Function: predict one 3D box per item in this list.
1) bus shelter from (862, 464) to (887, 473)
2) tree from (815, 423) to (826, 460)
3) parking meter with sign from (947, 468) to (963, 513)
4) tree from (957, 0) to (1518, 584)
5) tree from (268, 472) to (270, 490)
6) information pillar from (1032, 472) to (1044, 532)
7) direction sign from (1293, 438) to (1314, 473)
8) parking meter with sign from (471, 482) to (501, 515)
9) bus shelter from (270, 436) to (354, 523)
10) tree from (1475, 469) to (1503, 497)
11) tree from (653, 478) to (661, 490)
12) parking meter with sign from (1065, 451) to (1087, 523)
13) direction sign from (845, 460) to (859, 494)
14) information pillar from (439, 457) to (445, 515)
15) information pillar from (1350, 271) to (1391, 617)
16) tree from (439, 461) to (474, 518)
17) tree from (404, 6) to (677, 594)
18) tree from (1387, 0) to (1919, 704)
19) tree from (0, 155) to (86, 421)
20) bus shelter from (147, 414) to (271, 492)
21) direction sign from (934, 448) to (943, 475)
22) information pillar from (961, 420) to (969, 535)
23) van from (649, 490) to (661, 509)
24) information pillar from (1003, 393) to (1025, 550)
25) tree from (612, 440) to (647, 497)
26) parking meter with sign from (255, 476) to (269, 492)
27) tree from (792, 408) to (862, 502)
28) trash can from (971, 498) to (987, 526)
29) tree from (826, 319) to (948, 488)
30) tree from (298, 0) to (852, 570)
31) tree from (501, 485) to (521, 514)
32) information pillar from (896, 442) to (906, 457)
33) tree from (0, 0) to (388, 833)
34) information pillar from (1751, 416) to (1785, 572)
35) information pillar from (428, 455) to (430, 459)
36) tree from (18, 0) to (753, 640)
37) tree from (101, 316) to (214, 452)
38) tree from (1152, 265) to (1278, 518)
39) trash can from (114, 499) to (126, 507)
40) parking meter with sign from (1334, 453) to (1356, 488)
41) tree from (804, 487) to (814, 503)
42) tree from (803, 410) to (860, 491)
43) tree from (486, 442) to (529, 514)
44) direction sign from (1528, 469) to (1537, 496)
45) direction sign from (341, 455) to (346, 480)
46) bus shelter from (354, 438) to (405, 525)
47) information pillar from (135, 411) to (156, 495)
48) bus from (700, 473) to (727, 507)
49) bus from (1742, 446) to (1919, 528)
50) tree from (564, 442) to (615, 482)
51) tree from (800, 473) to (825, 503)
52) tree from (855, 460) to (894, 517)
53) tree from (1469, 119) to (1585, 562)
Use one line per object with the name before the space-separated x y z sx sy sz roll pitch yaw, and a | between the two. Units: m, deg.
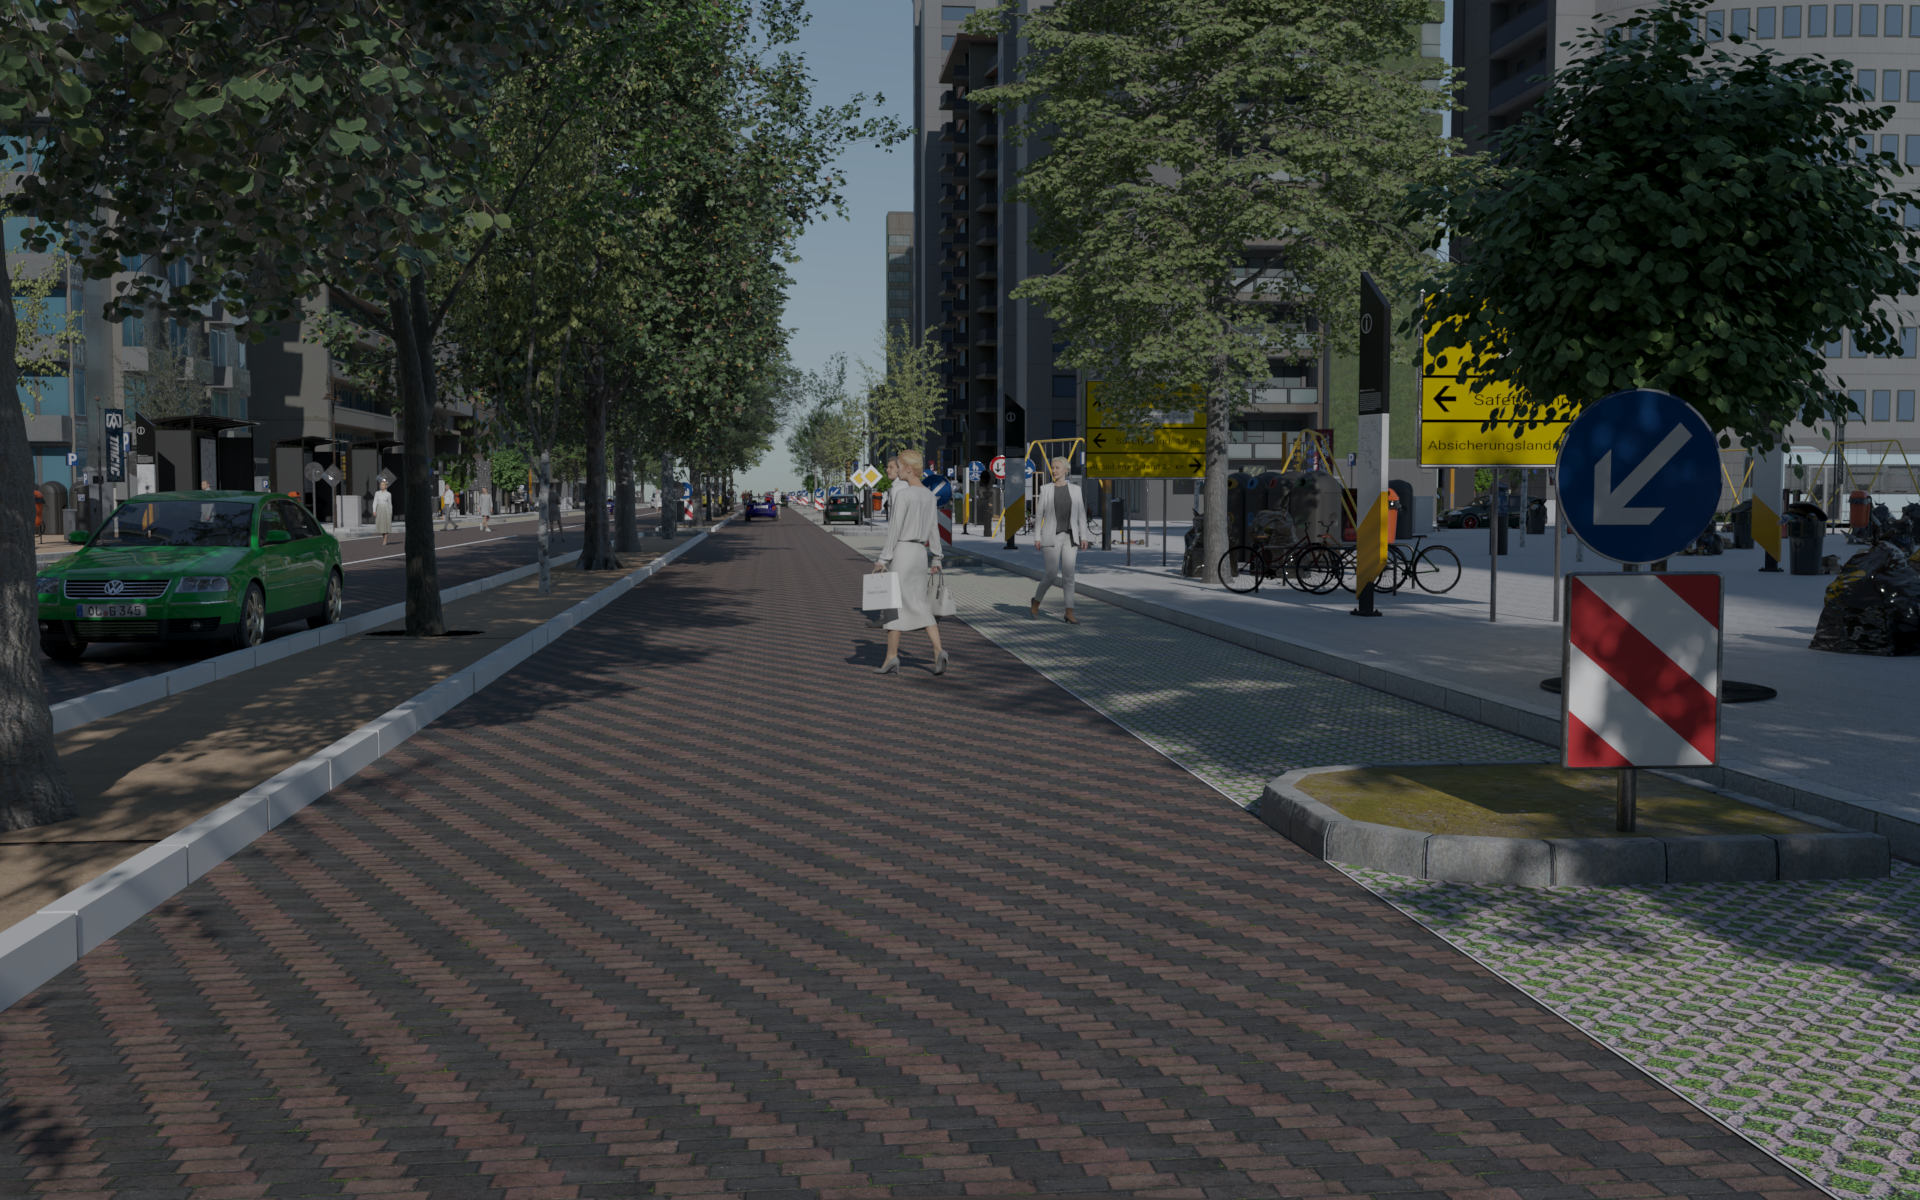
bus shelter | -6.694 -8.913 137.012 1.731 3.624 6.357 0 4 -6
tree | -7.965 -10.550 122.860 4.737 8.622 4.395 0 3 0
parking meter with sign | -0.138 -7.404 117.309 0.543 3.016 1.738 2 4 35
tree | 3.815 -6.483 24.117 7.486 12.596 7.792 0 3 0
tree | -31.817 -5.344 81.970 1.663 3.219 1.824 0 3 0
information pillar | 2.606 -3.274 58.017 0.304 2.012 0.304 -2 4 -30
direction sign | 13.859 -4.766 69.925 0.876 3.537 0.379 2 4 32
parking meter with sign | -28.940 -6.689 105.632 1.738 3.016 0.543 0 3 0
bus shelter | -27.257 -4.983 72.762 1.731 3.624 6.357 0 4 -6
tree | 24.833 -5.400 82.890 1.663 3.219 1.824 0 3 0
tree | -45.804 -17.318 266.860 4.285 4.588 4.351 0 3 0
parking meter with sign | 4.546 -4.521 70.178 1.738 3.016 0.543 -3 5 -44
direction sign | -7.150 -7.502 114.649 0.876 3.537 0.379 0 4 0
information pillar | -31.273 -6.919 104.484 0.504 3.616 0.183 3 5 41
information pillar | 4.305 -1.634 18.070 0.183 3.616 0.504 -1 4 -18
tree | -26.482 -5.926 91.486 1.663 3.219 1.824 0 3 0
tree | -6.011 -4.399 24.744 4.737 8.622 4.395 0 3 0
tree | 4.579 -1.674 11.079 4.285 4.588 4.351 0 3 0
tree | -20.941 -5.277 36.650 4.737 8.622 4.395 0 3 0
bus shelter | -23.291 -3.820 53.736 1.731 3.624 6.357 0 4 -6
direction sign | -0.996 -5.773 86.384 0.379 3.537 0.876 1 4 17
information pillar | 0.183 -3.876 54.725 0.183 3.616 0.504 -1 4 -13
van | -30.102 -10.176 173.392 2.013 2.044 4.112 -1 4 -8
information pillar | 1.258 -2.979 40.053 0.504 3.616 0.183 0 4 6
tree | -39.044 -15.987 195.804 8.767 10.594 7.601 0 4 6
parking meter with sign | -30.164 -4.789 74.561 1.738 3.016 0.543 1 4 22
tree | -14.448 -15.426 186.626 8.767 10.594 7.601 -2 4 -34
trash can | 0.793 -3.620 70.837 0.748 1.137 0.748 0 3 0
tree | -2.305 -7.433 71.891 4.737 8.622 4.395 0 3 0
tree | -6.850 -6.903 32.328 9.611 12.733 9.660 0 3 0
tree | -29.487 -7.295 113.873 1.663 3.219 1.824 0 3 0
information pillar | -2.621 -5.289 77.824 0.504 3.616 0.183 2 4 26
tree | -4.202 -5.987 6.997 9.857 13.997 8.962 0 3 0
information pillar | 13.327 -2.273 28.518 0.183 3.616 0.504 -3 4 -38
information pillar | -29.814 -6.473 97.193 0.183 3.616 0.504 -2 4 -26
tree | -5.527 -5.445 17.242 9.928 11.665 9.643 0 3 0
tree | -31.995 -7.309 69.866 4.360 8.622 3.978 0 3 0
tree | 7.594 -6.356 54.286 4.360 8.622 3.978 0 3 0
trash can | -22.373 -2.143 46.695 0.748 1.137 0.748 0 3 0
parking meter with sign | 15.767 -4.693 72.985 1.738 3.016 0.543 -1 4 -17
tree | -21.956 -15.899 254.545 1.663 3.219 1.824 0 3 0
tree | -11.339 -12.670 157.508 4.360 8.622 3.978 0 3 0
tree | -28.787 -7.711 109.793 4.285 4.588 4.351 0 3 0
direction sign | 24.068 -4.954 72.996 0.876 3.537 0.379 -3 5 -43
direction sign | -35.100 -6.562 99.290 0.876 3.537 0.379 1 4 20
bus shelter | -25.302 -5.174 75.877 1.731 3.624 6.357 0 4 -6
information pillar | -22.879 -3.505 48.669 0.504 3.616 0.183 0 4 -2
bus | -27.012 -12.125 189.797 2.896 3.916 12.252 0 4 -8
bus | 37.758 -4.483 68.150 13.247 3.499 2.948 0 4 -6
tree | -36.624 -15.409 170.058 7.486 12.596 7.792 0 3 0
tree | -20.600 -15.734 240.960 4.285 4.588 4.351 0 3 0
tree | -4.542 -6.310 97.768 1.663 3.219 1.824 0 3 0
tree | 11.540 -5.030 32.595 4.737 8.622 4.395 0 3 0
